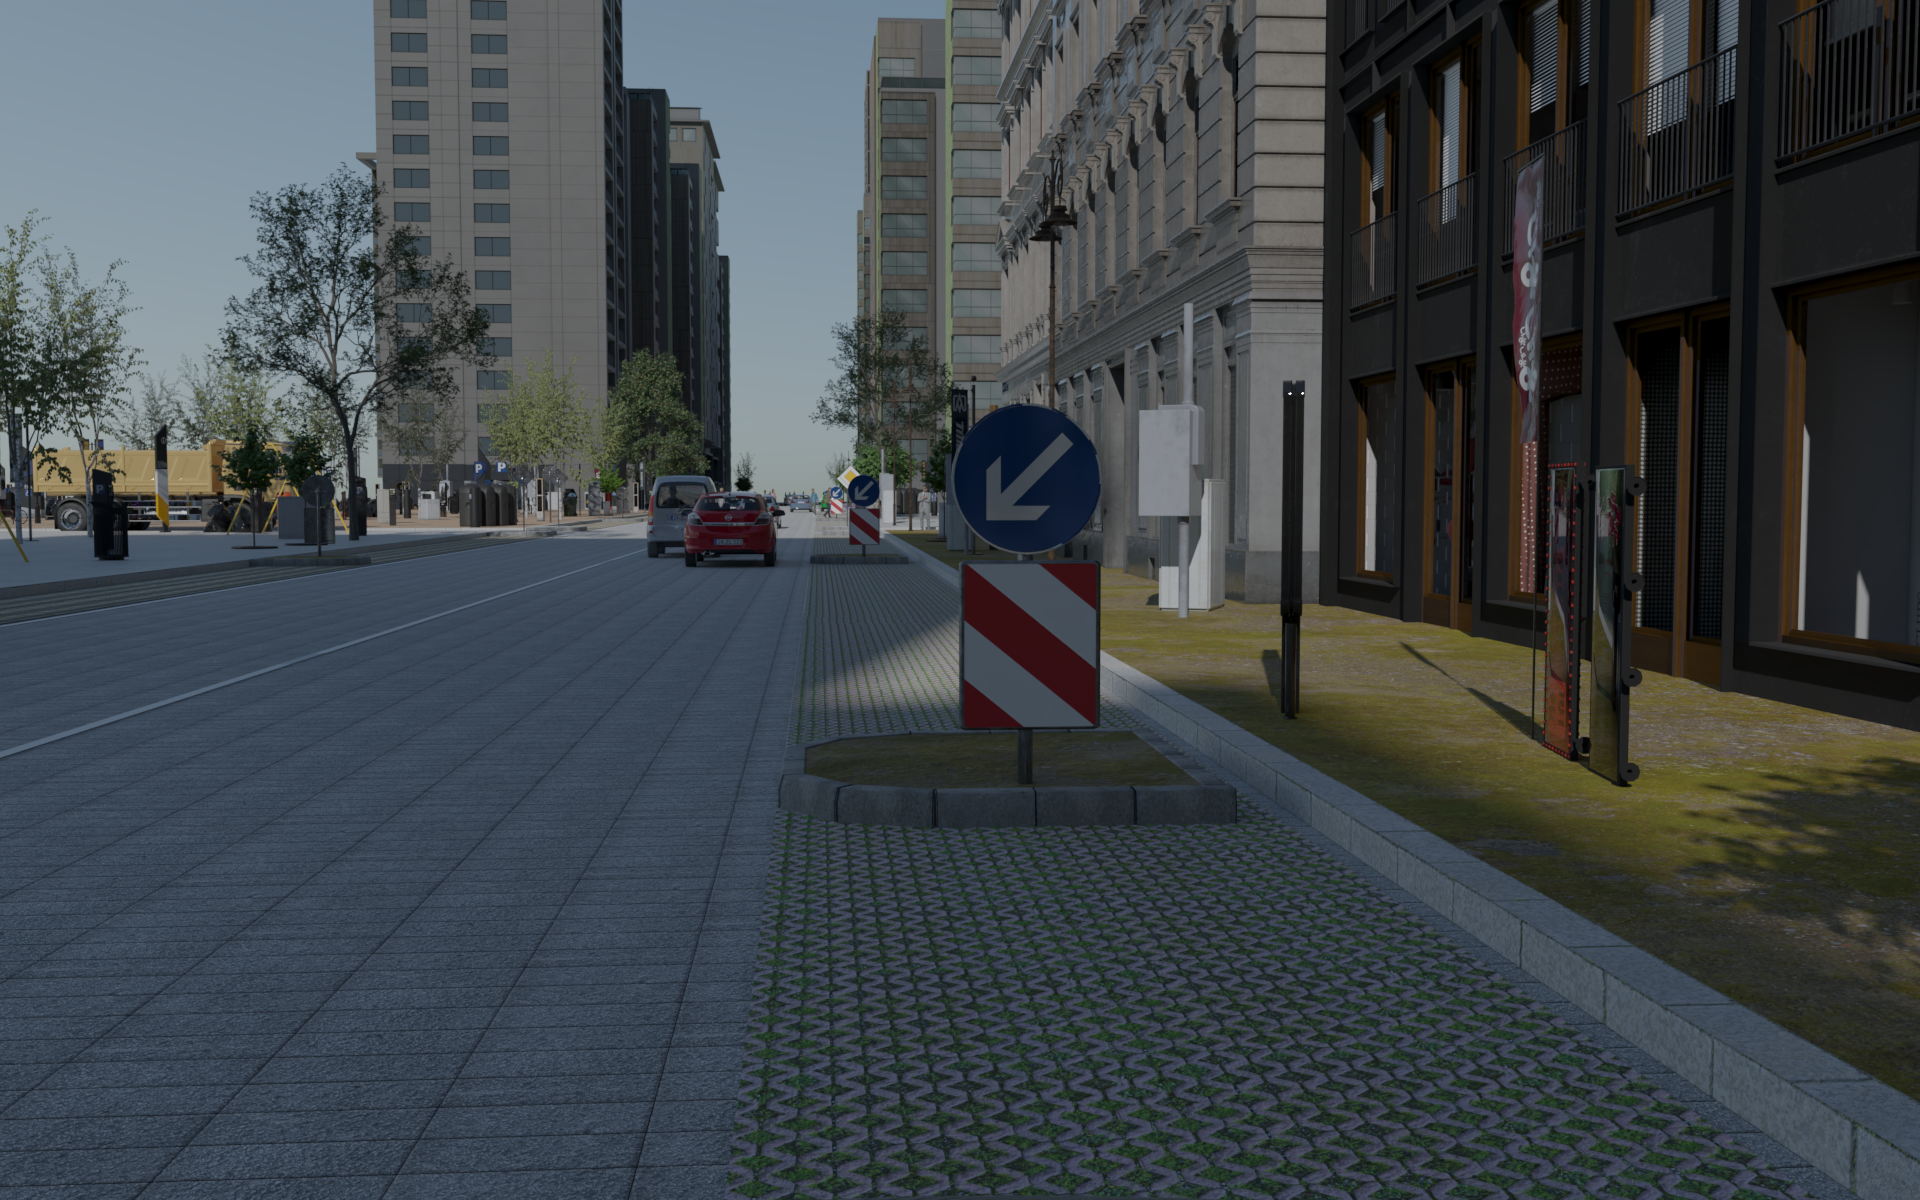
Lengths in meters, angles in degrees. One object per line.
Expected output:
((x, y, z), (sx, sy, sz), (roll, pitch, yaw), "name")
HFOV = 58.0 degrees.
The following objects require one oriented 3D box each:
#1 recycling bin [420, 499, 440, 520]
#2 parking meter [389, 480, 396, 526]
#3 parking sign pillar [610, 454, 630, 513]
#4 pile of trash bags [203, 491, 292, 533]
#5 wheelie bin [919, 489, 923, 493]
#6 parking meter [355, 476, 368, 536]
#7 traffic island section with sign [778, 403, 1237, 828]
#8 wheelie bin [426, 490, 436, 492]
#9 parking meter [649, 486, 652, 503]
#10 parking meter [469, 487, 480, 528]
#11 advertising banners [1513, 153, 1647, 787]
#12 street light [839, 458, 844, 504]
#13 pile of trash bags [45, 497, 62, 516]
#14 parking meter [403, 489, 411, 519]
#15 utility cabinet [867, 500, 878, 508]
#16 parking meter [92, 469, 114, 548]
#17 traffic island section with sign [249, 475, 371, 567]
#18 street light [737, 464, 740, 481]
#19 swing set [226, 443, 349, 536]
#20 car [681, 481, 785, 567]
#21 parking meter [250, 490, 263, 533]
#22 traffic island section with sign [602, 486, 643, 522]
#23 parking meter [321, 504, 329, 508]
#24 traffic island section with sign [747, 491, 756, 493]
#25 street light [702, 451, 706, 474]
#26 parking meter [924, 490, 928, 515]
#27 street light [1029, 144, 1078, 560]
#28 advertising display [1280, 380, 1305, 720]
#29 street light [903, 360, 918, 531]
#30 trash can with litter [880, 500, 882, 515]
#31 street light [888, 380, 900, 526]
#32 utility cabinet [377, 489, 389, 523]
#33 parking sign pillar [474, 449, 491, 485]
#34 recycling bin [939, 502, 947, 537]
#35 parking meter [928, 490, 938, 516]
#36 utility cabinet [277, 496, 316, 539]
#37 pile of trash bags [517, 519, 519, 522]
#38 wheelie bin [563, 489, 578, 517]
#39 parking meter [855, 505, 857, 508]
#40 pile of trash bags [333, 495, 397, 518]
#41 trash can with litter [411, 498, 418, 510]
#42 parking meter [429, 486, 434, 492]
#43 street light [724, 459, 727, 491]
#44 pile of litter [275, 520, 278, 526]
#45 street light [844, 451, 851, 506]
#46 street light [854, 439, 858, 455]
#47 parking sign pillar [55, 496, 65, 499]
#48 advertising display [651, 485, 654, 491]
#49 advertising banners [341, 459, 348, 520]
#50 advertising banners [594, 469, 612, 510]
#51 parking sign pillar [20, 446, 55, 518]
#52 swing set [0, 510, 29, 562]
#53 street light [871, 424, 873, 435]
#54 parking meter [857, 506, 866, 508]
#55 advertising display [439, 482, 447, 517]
((-26.268, -4.485, 85.878), (0.722, 1.027, 0.722), (-3, 5, -43), "recycling bin")
((-23.012, -3.946, 70.229), (0.255, 1.863, 0.399), (-1, 4, -17), "parking meter")
((-23.047, -7.868, 117.108), (1.447, 3.967, 1.447), (1, 4, 20), "parking sign pillar")
((-23.725, -2.963, 58.194), (3.447, 1.369, 1.912), (2, 4, 25), "pile of trash bags")
((-2.559, -6.399, 112.536), (0.980, 1.594, 0.693), (0, 4, 7), "wheelie bin")
((-18.401, -2.904, 53.186), (0.399, 1.863, 0.255), (-1, 4, -14), "parking meter")
((0.129, 0.017, 8.343), (1.989, 1.847, 2.006), (0, 4, -5), "traffic island section with sign")
((-37.354, -7.003, 122.405), (0.980, 1.594, 0.693), (-1, 4, -10), "wheelie bin")
((-22.403, -7.323, 125.441), (0.255, 1.863, 0.399), (-1, 4, -9), "parking meter")
((-18.630, -3.552, 66.494), (0.372, 1.533, 0.369), (0, 3, 0), "parking meter")
((2.962, -0.749, 8.436), (0.090, 3.025, 2.074), (0, 4, 4), "advertising banners")
((-15.602, -15.798, 231.089), (0.468, 5.910, 1.993), (0, 4, -5), "street light")
((-53.946, -5.555, 100.581), (3.447, 1.369, 1.912), (-2, 4, -29), "pile of trash bags")
((-28.991, -5.041, 90.837), (0.372, 1.533, 0.369), (0, 3, 0), "parking meter")
((-4.533, -4.995, 90.345), (0.318, 1.500, 1.173), (-1, 4, -17), "utility cabinet")
((-19.793, -2.099, 40.026), (0.399, 1.863, 0.255), (0, 4, -1), "parking meter")
((-13.048, -1.612, 34.978), (1.989, 1.847, 2.006), (0, 4, -5), "traffic island section with sign")
((-33.603, -17.753, 263.042), (0.468, 5.910, 1.993), (0, 4, -5), "street light")
((-21.311, -3.500, 54.840), (2.862, 2.851, 3.119), (0, 4, -1), "swing set")
((-4.677, -1.626, 35.626), (2.155, 1.783, 4.494), (0, 4, -5), "car")
((-23.013, -3.115, 56.645), (0.255, 1.863, 0.399), (0, 4, 4), "parking meter")
((-17.505, -4.973, 89.944), (1.989, 1.847, 2.006), (0, 4, -5), "traffic island section with sign")
((-32.355, -4.880, 88.197), (0.372, 1.533, 0.369), (0, 3, 0), "parking meter")
((-32.696, -16.386, 276.535), (1.989, 1.847, 2.006), (0, 4, -5), "traffic island section with sign")
((-27.083, -12.844, 182.793), (0.468, 5.910, 1.993), (0, 4, -5), "street light")
((-2.035, -5.854, 104.125), (0.372, 1.533, 0.369), (0, 3, 0), "parking meter")
((1.244, -3.095, 23.398), (0.468, 5.910, 1.993), (0, 4, -5), "street light")
((1.963, -0.308, 10.244), (0.123, 1.923, 0.974), (1, 4, 11), "advertising display")
((-1.708, -5.318, 59.741), (0.468, 5.910, 1.993), (0, 4, -5), "street light")
((-4.778, -5.651, 103.787), (1.055, 1.170, 0.624), (0, 4, 5), "trash can with litter")
((-2.668, -5.969, 70.380), (0.468, 5.910, 1.993), (0, 4, -5), "street light")
((-25.424, -4.143, 76.413), (0.318, 1.500, 1.173), (-2, 4, -30), "utility cabinet")
((-28.300, -6.983, 102.641), (1.447, 3.967, 1.447), (-3, 5, -42), "parking sign pillar")
((-0.185, -2.426, 52.215), (0.722, 1.027, 0.722), (2, 4, 24), "recycling bin")
((-1.499, -5.676, 101.219), (0.372, 1.533, 0.369), (0, 3, 0), "parking meter")
((-19.069, -2.364, 49.818), (1.020, 1.237, 0.306), (-2, 4, -25), "utility cabinet")
((-21.281, -4.151, 77.616), (1.912, 1.369, 3.447), (1, 4, 12), "pile of trash bags")
((-22.124, -5.526, 98.263), (0.980, 1.594, 0.693), (2, 4, 30), "wheelie bin")
((-7.510, -7.422, 127.052), (0.255, 1.863, 0.399), (-2, 4, -24), "parking meter")
((-32.214, -5.199, 94.758), (3.447, 1.369, 1.912), (2, 4, 24), "pile of trash bags")
((-44.504, -7.912, 140.743), (1.055, 1.170, 0.624), (-1, 4, -10), "trash can with litter")
((-35.977, -6.862, 117.910), (0.255, 1.863, 0.399), (-1, 4, -11), "parking meter")
((-30.781, -15.573, 227.406), (0.468, 5.910, 1.993), (0, 4, -5), "street light")
((-28.729, -3.737, 75.068), (1.719, 0.858, 1.176), (-2, 4, -28), "pile of litter")
((-11.787, -12.895, 183.613), (0.468, 5.910, 1.993), (0, 4, -5), "street light")
((-8.872, -10.715, 147.985), (0.468, 5.910, 1.993), (0, 4, -5), "street light")
((-65.379, -8.358, 125.132), (1.447, 3.967, 1.447), (1, 4, 10), "parking sign pillar")
((-22.506, -7.521, 128.186), (0.123, 1.923, 0.974), (2, 4, 29), "advertising display")
((-30.664, -5.511, 86.292), (0.090, 3.025, 2.074), (-2, 4, -27), "advertising banners")
((-24.657, -7.671, 121.612), (2.074, 3.025, 0.090), (-1, 4, -21), "advertising banners")
((-49.172, -6.305, 91.560), (1.447, 3.967, 1.447), (0, 4, 1), "parking sign pillar")
((-18.492, -2.022, 30.688), (2.862, 2.851, 3.119), (-1, 4, -16), "swing set")
((-5.418, -8.192, 106.729), (0.468, 5.910, 1.993), (0, 4, -5), "street light")
((-7.054, -7.363, 126.102), (0.255, 1.863, 0.399), (-3, 5, -43), "parking meter")
((-28.857, -5.596, 96.712), (0.123, 1.923, 0.974), (-3, 4, -36), "advertising display")
